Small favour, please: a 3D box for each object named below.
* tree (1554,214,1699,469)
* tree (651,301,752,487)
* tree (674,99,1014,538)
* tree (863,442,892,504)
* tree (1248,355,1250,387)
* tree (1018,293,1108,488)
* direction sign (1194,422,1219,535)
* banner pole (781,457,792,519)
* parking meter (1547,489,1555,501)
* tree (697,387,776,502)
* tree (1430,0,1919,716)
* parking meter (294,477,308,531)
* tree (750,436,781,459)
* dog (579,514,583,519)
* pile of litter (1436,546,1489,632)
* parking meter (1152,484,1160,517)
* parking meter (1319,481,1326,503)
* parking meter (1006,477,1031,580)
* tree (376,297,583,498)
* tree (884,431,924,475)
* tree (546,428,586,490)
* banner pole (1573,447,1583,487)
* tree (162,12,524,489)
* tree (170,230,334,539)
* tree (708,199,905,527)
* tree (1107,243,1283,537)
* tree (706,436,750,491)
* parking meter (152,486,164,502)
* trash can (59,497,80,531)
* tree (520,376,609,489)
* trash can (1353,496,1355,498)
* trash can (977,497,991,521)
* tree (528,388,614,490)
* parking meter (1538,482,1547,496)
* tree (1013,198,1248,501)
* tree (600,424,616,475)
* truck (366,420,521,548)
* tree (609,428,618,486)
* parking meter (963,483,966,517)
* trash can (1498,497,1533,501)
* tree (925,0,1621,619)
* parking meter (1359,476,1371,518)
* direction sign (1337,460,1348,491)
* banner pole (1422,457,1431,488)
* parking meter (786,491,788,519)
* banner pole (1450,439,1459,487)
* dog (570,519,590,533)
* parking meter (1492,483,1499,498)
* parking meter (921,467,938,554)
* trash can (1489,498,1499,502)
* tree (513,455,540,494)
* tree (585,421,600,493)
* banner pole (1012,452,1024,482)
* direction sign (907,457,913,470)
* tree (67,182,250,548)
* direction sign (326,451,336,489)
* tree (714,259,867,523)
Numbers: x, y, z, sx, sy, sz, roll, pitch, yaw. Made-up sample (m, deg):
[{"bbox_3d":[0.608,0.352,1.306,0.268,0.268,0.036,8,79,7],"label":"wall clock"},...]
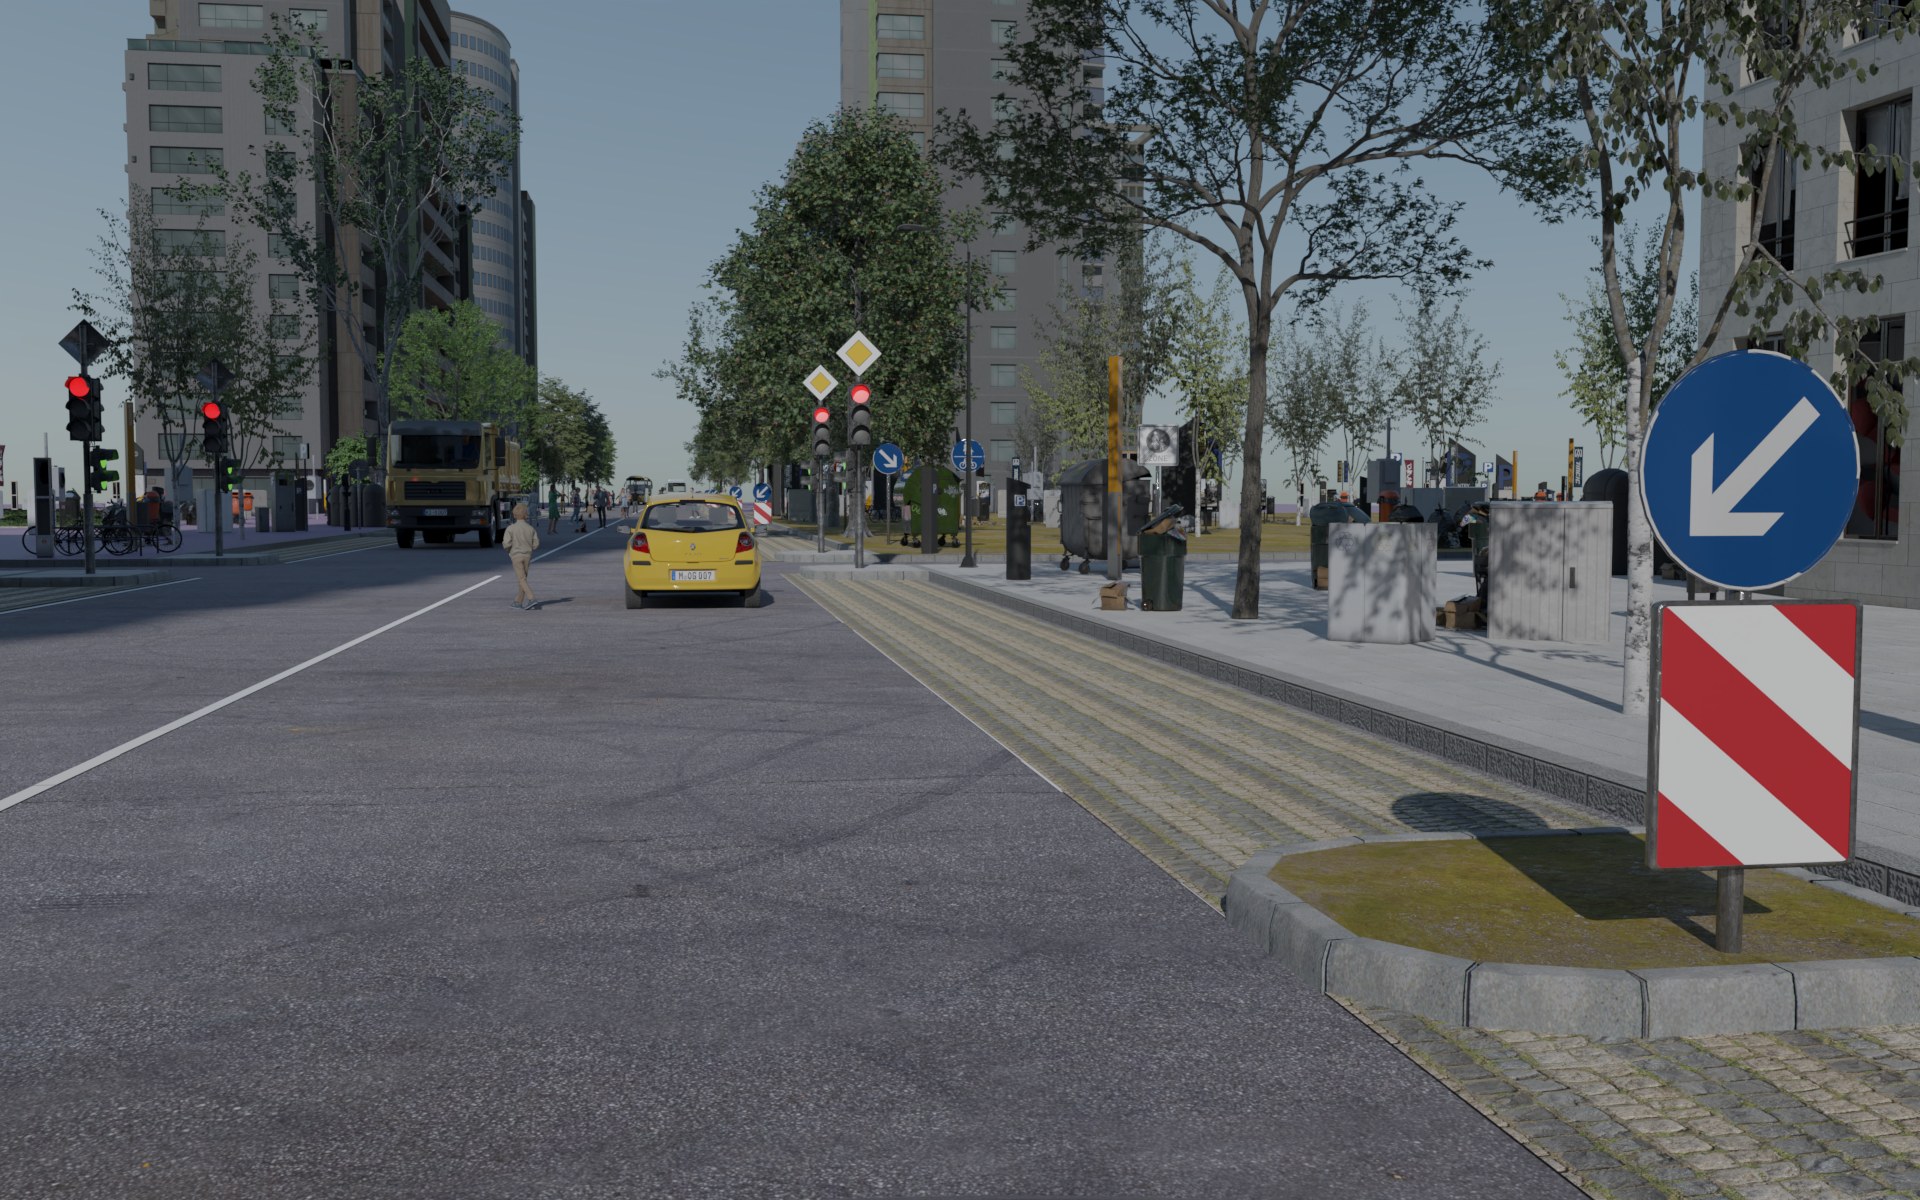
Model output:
[{"bbox_3d":[18.280,-5.816,45.453,4.737,8.622,4.395,0,3,0],"label":"tree"},{"bbox_3d":[-23.856,-19.315,171.681,12.611,20.169,13.585,0,3,0],"label":"tree"},{"bbox_3d":[-3.073,-8.177,50.697,9.611,12.733,9.660,0,3,0],"label":"tree"},{"bbox_3d":[-5.127,-8.886,95.644,4.360,8.622,3.978,0,3,0],"label":"tree"},{"bbox_3d":[13.507,-7.284,69.463,4.360,8.622,3.978,0,3,0],"label":"tree"},{"bbox_3d":[4.482,-6.862,62.561,4.737,8.622,4.395,0,3,0],"label":"tree"},{"bbox_3d":[7.825,-3.853,54.999,0.876,3.537,0.379,-2,4,-25],"label":"direction sign"},{"bbox_3d":[-8.872,-5.989,87.942,0.863,3.779,0.401,2,4,29],"label":"banner pole"},{"bbox_3d":[29.278,-4.749,86.055,0.372,1.533,0.369,0,3,0],"label":"parking meter"},{"bbox_3d":[-13.811,-11.239,118.168,8.767,10.594,7.601,0,4,-4],"label":"tree"},{"bbox_3d":[3.897,-3.623,9.592,4.360,8.622,3.978,0,3,0],"label":"tree"},{"bbox_3d":[-22.963,-3.341,60.343,0.399,1.863,0.255,1,4,12],"label":"parking meter"},{"bbox_3d":[-11.572,-9.722,109.313,4.737,8.622,4.395,0,3,0],"label":"tree"},{"bbox_3d":[-19.796,-4.257,89.791,0.748,0.427,0.550,-1,4,-10],"label":"dog"},{"bbox_3d":[4.969,-0.176,16.850,1.176,0.858,1.719,2,4,26],"label":"pile of litter"},{"bbox_3d":[10.850,-5.512,95.834,0.399,1.863,0.255,1,4,17],"label":"parking meter"},{"bbox_3d":[16.117,-4.357,76.950,0.255,1.863,0.399,0,4,5],"label":"parking meter"},{"bbox_3d":[0.877,-1.070,25.899,0.372,1.533,0.369,0,3,0],"label":"parking meter"},{"bbox_3d":[-26.801,-10.090,90.722,9.928,11.665,9.643,0,3,0],"label":"tree"},{"bbox_3d":[-3.546,-9.864,111.642,4.737,8.622,4.395,0,3,0],"label":"tree"},{"bbox_3d":[-40.404,-13.844,176.716,4.360,8.622,3.978,0,3,0],"label":"tree"},{"bbox_3d":[28.452,-5.513,80.150,0.863,3.779,0.401,-1,4,-12],"label":"banner pole"},{"bbox_3d":[-24.712,-13.102,70.112,12.611,20.169,13.585,0,3,0],"label":"tree"},{"bbox_3d":[-20.103,-6.007,48.570,4.737,8.622,4.395,0,3,0],"label":"tree"},{"bbox_3d":[-4.999,-9.825,67.294,9.857,13.997,8.962,0,3,0],"label":"tree"},{"bbox_3d":[7.366,-6.195,51.657,4.737,8.622,4.395,0,3,0],"label":"tree"},{"bbox_3d":[-20.117,-12.505,154.813,4.360,8.622,3.978,0,3,0],"label":"tree"},{"bbox_3d":[-26.737,-3.019,57.778,0.372,1.533,0.369,0,3,0],"label":"parking meter"},{"bbox_3d":[-31.362,-3.015,60.953,0.748,1.137,0.748,0,3,0],"label":"trash can"},{"bbox_3d":[-38.965,-15.250,167.460,7.486,12.596,7.792,0,3,0],"label":"tree"},{"bbox_3d":[23.548,-5.709,104.994,0.748,1.137,0.748,0,3,0],"label":"trash can"},{"bbox_3d":[1.104,-4.344,82.673,0.748,1.137,0.748,0,3,0],"label":"trash can"},{"bbox_3d":[-46.232,-18.336,206.444,9.857,13.997,8.962,0,3,0],"label":"tree"},{"bbox_3d":[27.258,-4.610,81.078,0.399,1.863,0.255,-2,4,-34],"label":"parking meter"},{"bbox_3d":[3.990,-5.583,41.653,4.360,8.622,3.978,0,3,0],"label":"tree"},{"bbox_3d":[-50.510,-18.975,235.993,9.928,11.665,9.643,0,3,0],"label":"tree"},{"bbox_3d":[-14.017,-3.198,48.211,3.469,3.379,9.791,-1,4,-9],"label":"truck"},{"bbox_3d":[-54.189,-20.770,257.709,7.486,12.596,7.792,0,3,0],"label":"tree"},{"bbox_3d":[0.387,-5.471,95.155,0.255,1.863,0.399,2,4,34],"label":"parking meter"},{"bbox_3d":[17.516,-2.610,54.326,0.748,1.137,0.748,0,3,0],"label":"trash can"},{"bbox_3d":[3.277,-5.085,17.559,7.601,10.594,8.767,-1,4,-13],"label":"tree"},{"bbox_3d":[13.075,-3.063,55.795,0.399,1.863,0.255,0,4,6],"label":"parking meter"},{"bbox_3d":[25.811,-7.636,116.852,0.876,3.537,0.379,-2,4,-25],"label":"direction sign"},{"bbox_3d":[31.536,-7.778,117.186,0.863,3.779,0.401,0,3,0],"label":"banner pole"},{"bbox_3d":[-8.714,-4.914,88.749,0.372,1.533,0.369,0,3,0],"label":"parking meter"},{"bbox_3d":[22.123,-5.352,77.523,0.401,3.779,0.863,3,5,41],"label":"banner pole"},{"bbox_3d":[-14.055,-2.680,64.016,0.748,0.427,0.550,-1,4,-13],"label":"dog"},{"bbox_3d":[27.983,-5.191,90.592,0.255,1.863,0.399,0,4,1],"label":"parking meter"},{"bbox_3d":[-0.654,-1.929,37.247,0.255,1.863,0.399,1,4,22],"label":"parking meter"},{"bbox_3d":[21.367,-3.497,68.833,0.748,1.137,0.748,0,3,0],"label":"trash can"},{"bbox_3d":[-35.899,-9.662,141.688,4.285,4.588,4.351,0,3,0],"label":"tree"},{"bbox_3d":[-31.923,-11.891,120.167,9.928,11.665,9.643,0,3,0],"label":"tree"},{"bbox_3d":[3.504,-6.937,103.436,0.863,3.779,0.401,0,4,-7],"label":"banner pole"},{"bbox_3d":[-2.865,-6.896,104.740,0.876,3.537,0.379,0,4,7],"label":"direction sign"},{"bbox_3d":[-18.734,-5.546,41.043,4.360,8.622,3.978,0,3,0],"label":"tree"},{"bbox_3d":[-33.535,-6.144,92.444,0.379,3.537,0.876,1,4,10],"label":"direction sign"},{"bbox_3d":[-6.957,-9.749,77.525,7.486,12.596,7.792,0,3,0],"label":"tree"}]
